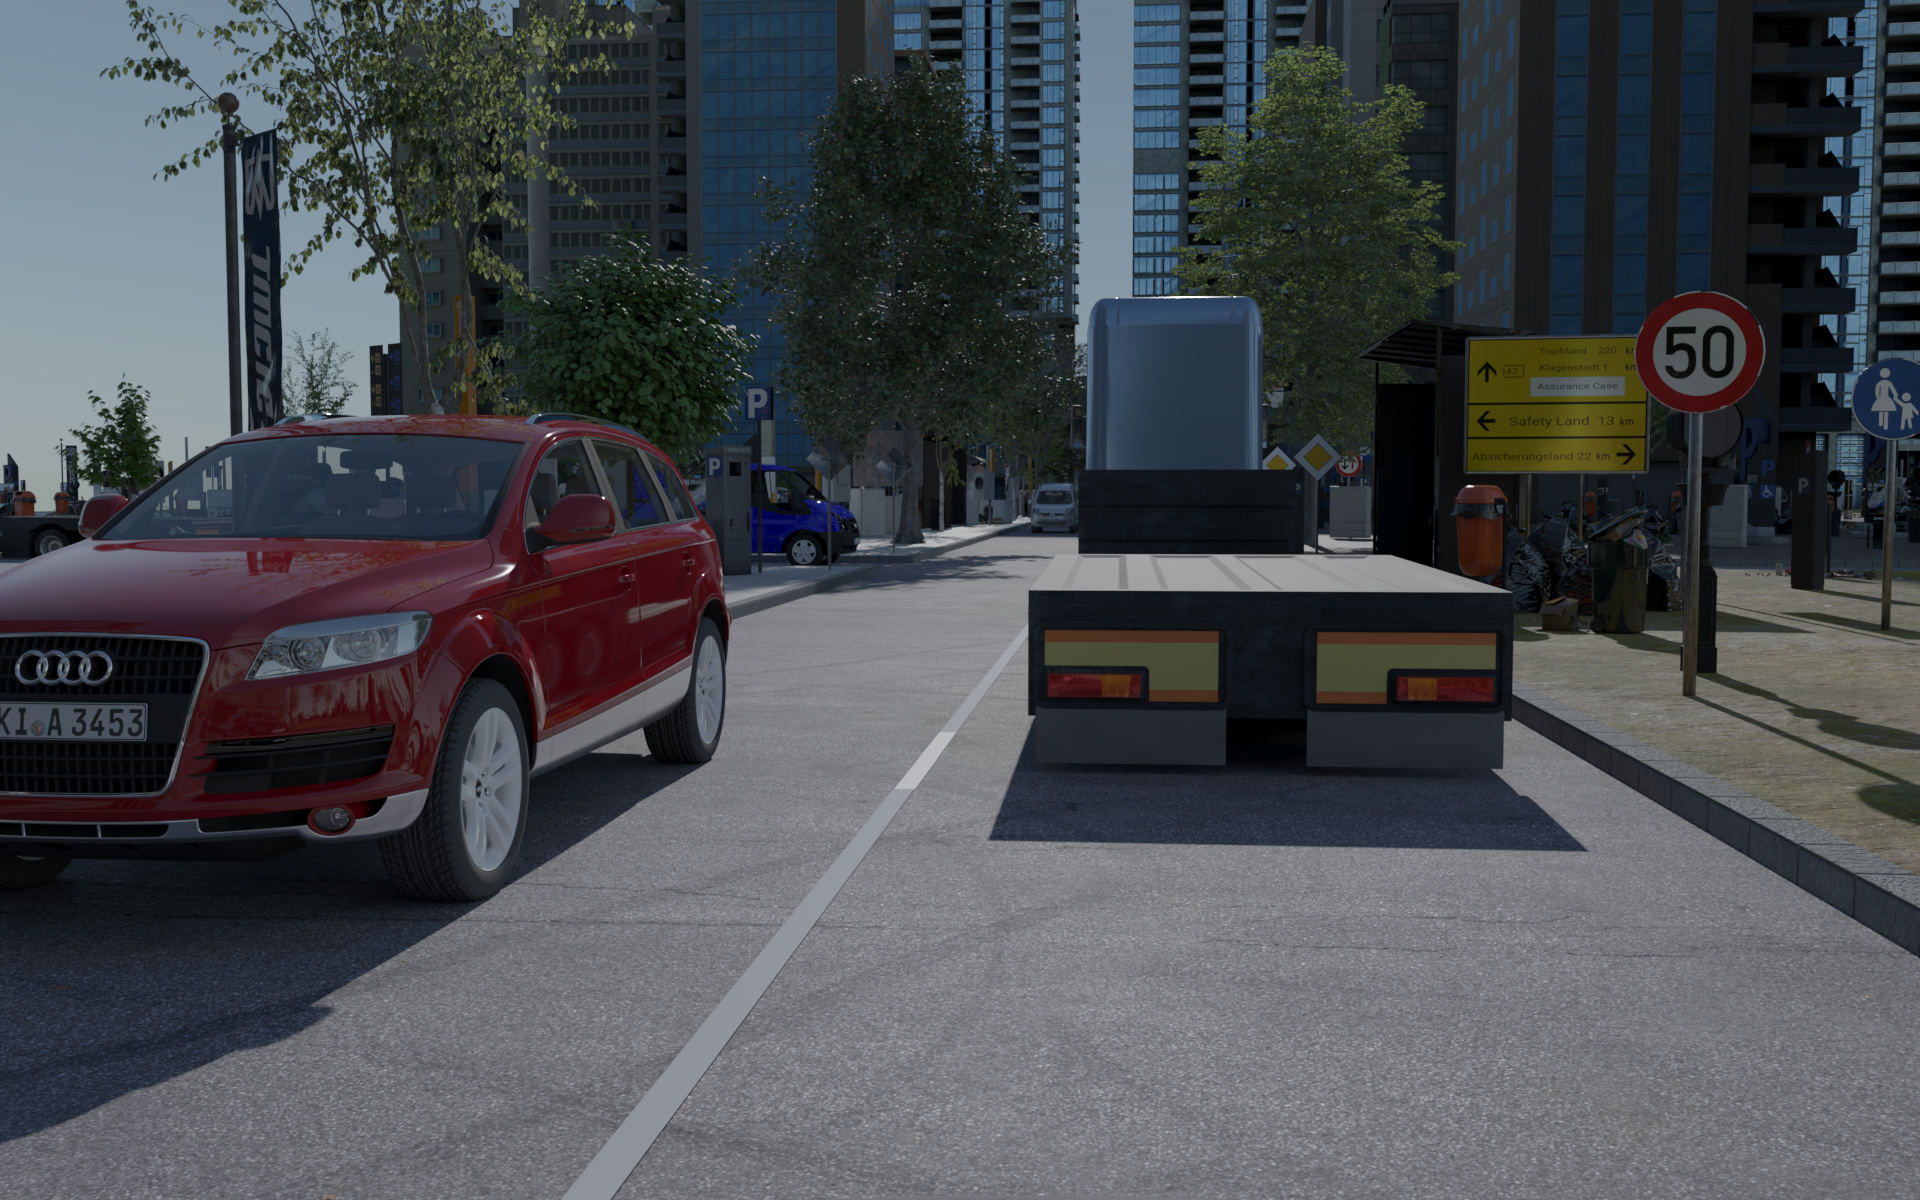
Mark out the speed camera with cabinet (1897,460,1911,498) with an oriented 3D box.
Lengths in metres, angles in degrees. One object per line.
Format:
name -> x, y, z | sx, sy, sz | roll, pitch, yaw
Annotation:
speed camera with cabinet -> 53.527, -6.422, 99.339 | 2.038, 3.252, 0.660 | -1, 4, -12

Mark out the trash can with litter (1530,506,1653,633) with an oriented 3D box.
trash can with litter -> 5.869, -0.288, 16.099 | 1.055, 1.170, 0.624 | 2, 4, 31

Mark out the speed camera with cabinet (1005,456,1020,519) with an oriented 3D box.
speed camera with cabinet -> 2.685, -5.842, 89.847 | 0.660, 3.252, 2.038 | 0, 4, -4

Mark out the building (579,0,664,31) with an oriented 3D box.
building -> -43.347, -55.604, 221.795 | 31.000, 86.520, 22.319 | 0, 4, 6

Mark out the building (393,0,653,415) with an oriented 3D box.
building -> -40.990, -33.467, 170.891 | 21.600, 48.544, 21.300 | 0, 4, 6

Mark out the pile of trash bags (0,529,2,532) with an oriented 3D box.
pile of trash bags -> -26.889, -2.352, 48.211 | 3.447, 1.369, 1.912 | 2, 4, 28

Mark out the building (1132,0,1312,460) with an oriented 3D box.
building -> 33.075, -55.111, 213.734 | 31.000, 86.520, 22.319 | 0, 4, 6

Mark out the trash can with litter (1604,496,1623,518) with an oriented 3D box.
trash can with litter -> 19.055, -2.484, 51.676 | 2.233, 1.210, 1.678 | 1, 4, 13

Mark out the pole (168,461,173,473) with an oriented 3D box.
pole -> -50.460, -7.142, 110.612 | 0.158, 3.312, 0.155 | 0, 3, 0

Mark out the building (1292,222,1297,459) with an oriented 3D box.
building -> 39.017, -24.157, 166.675 | 14.160, 30.474, 14.107 | 0, 4, 6

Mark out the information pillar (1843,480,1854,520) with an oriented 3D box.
information pillar -> 44.863, -5.074, 87.448 | 0.304, 2.012, 0.304 | -1, 4, -15

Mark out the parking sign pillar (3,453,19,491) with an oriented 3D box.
parking sign pillar -> -62.389, -7.672, 113.915 | 1.447, 3.967, 1.447 | 3, 4, 38

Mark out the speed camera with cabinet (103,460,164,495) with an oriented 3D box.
speed camera with cabinet -> -20.779, -3.012, 43.585 | 0.660, 3.252, 2.038 | 0, 4, 3

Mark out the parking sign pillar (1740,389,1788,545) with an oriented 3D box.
parking sign pillar -> 20.254, -3.391, 43.911 | 1.447, 3.967, 1.447 | 0, 4, 6

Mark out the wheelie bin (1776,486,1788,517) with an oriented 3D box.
wheelie bin -> 32.080, -3.688, 68.204 | 0.980, 1.594, 0.693 | -2, 4, -29

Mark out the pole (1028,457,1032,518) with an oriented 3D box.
pole -> 3.753, -6.078, 93.219 | 0.158, 3.312, 0.155 | 0, 3, 0

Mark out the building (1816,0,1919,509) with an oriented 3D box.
building -> 79.616, -51.623, 156.703 | 31.000, 86.520, 22.319 | 0, 4, 6

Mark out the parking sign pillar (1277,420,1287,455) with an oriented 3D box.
parking sign pillar -> 11.402, -4.577, 63.302 | 1.447, 3.967, 1.447 | -1, 4, -22

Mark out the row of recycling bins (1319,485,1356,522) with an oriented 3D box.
row of recycling bins -> 17.097, -4.464, 80.106 | 3.534, 1.692, 1.069 | -2, 4, -29

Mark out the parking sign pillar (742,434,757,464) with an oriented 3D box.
parking sign pillar -> -9.677, -5.505, 78.475 | 1.447, 3.967, 1.447 | 2, 4, 29

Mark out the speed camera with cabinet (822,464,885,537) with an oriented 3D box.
speed camera with cabinet -> -3.185, -3.520, 51.885 | 2.038, 3.252, 0.660 | -3, 5, -44

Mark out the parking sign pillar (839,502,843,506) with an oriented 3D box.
parking sign pillar -> -6.709, -6.331, 91.979 | 1.447, 3.967, 1.447 | 2, 4, 27

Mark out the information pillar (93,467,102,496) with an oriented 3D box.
information pillar -> -52.842, -7.016, 106.072 | 0.504, 3.616, 0.183 | -1, 4, -14

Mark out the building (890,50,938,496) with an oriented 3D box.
building -> -15.184, -31.398, 167.989 | 28.867, 44.769, 22.147 | 0, 4, 6

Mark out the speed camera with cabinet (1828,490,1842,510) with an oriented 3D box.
speed camera with cabinet -> 39.981, -5.256, 80.276 | 0.660, 3.252, 2.038 | -1, 4, -9

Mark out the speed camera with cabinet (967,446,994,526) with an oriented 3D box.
speed camera with cabinet -> 0.573, -4.698, 71.155 | 0.660, 3.252, 2.038 | -3, 4, -37

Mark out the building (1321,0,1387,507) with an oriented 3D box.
building -> 38.206, -35.970, 130.109 | 21.231, 58.520, 28.212 | 0, 4, 6

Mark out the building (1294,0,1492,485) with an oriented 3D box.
building -> 37.251, -30.709, 152.200 | 14.600, 45.320, 14.200 | 0, 4, 6

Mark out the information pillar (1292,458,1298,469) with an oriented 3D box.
information pillar -> 19.950, -6.865, 103.599 | 0.504, 3.616, 0.183 | 2, 4, 27

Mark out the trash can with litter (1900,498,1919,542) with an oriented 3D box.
trash can with litter -> 25.495, -2.111, 45.903 | 1.055, 1.170, 0.624 | -2, 4, -29

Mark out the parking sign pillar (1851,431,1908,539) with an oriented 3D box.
parking sign pillar -> 26.469, -3.748, 49.759 | 1.447, 3.967, 1.447 | 0, 4, 8

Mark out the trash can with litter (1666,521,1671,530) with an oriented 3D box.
trash can with litter -> 25.852, -3.111, 62.248 | 1.055, 1.170, 0.624 | -2, 4, -34

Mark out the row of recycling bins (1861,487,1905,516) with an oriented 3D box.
row of recycling bins -> 51.535, -5.479, 96.698 | 1.069, 1.692, 3.534 | 0, 4, 0

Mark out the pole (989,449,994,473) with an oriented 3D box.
pole -> 1.434, -5.161, 78.227 | 0.158, 3.312, 0.155 | 0, 3, 0

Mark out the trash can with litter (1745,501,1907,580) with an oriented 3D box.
trash can with litter -> 13.420, -0.954, 26.656 | 1.678, 1.210, 2.233 | -1, 4, -22

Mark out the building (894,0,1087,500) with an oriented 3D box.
building -> 1.966, -55.333, 217.372 | 31.000, 86.520, 22.319 | 0, 4, 6

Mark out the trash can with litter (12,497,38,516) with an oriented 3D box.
trash can with litter -> -50.989, -5.091, 94.302 | 2.233, 1.210, 1.678 | 0, 4, -3

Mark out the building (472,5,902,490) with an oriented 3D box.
building -> -20.034, -27.514, 141.733 | 32.217, 40.220, 23.993 | 0, 4, 6

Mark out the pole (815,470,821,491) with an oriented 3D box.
pole -> -5.544, -4.513, 67.636 | 0.158, 3.312, 0.155 | 0, 3, 0

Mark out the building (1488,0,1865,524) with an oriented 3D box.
building -> 31.300, -26.274, 79.696 | 14.600, 45.320, 14.200 | 0, 4, 6

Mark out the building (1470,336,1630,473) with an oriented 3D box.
building -> 63.792, -36.308, 213.251 | 30.456, 49.044, 23.786 | 0, 4, 6

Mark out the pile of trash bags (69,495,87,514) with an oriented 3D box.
pile of trash bags -> -35.972, -3.783, 71.611 | 3.447, 1.369, 1.912 | 1, 4, 14

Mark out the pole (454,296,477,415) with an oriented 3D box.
pole -> -5.100, -1.473, 17.925 | 0.158, 3.312, 0.155 | 0, 3, 0

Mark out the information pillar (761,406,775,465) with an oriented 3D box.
information pillar -> -4.260, -2.881, 38.453 | 0.183, 3.616, 0.504 | -2, 4, -35

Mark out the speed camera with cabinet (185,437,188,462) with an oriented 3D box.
speed camera with cabinet -> -26.031, -4.020, 60.061 | 2.038, 3.252, 0.660 | 0, 4, 4

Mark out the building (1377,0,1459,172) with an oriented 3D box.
building -> 31.496, -20.223, 102.351 | 14.160, 30.474, 14.107 | 0, 4, 6

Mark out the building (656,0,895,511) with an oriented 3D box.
building -> -12.378, -28.838, 121.615 | 14.600, 45.320, 14.200 | 0, 4, 6

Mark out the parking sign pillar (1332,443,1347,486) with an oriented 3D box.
parking sign pillar -> 19.548, -6.150, 89.032 | 1.447, 3.967, 1.447 | 0, 4, -5
